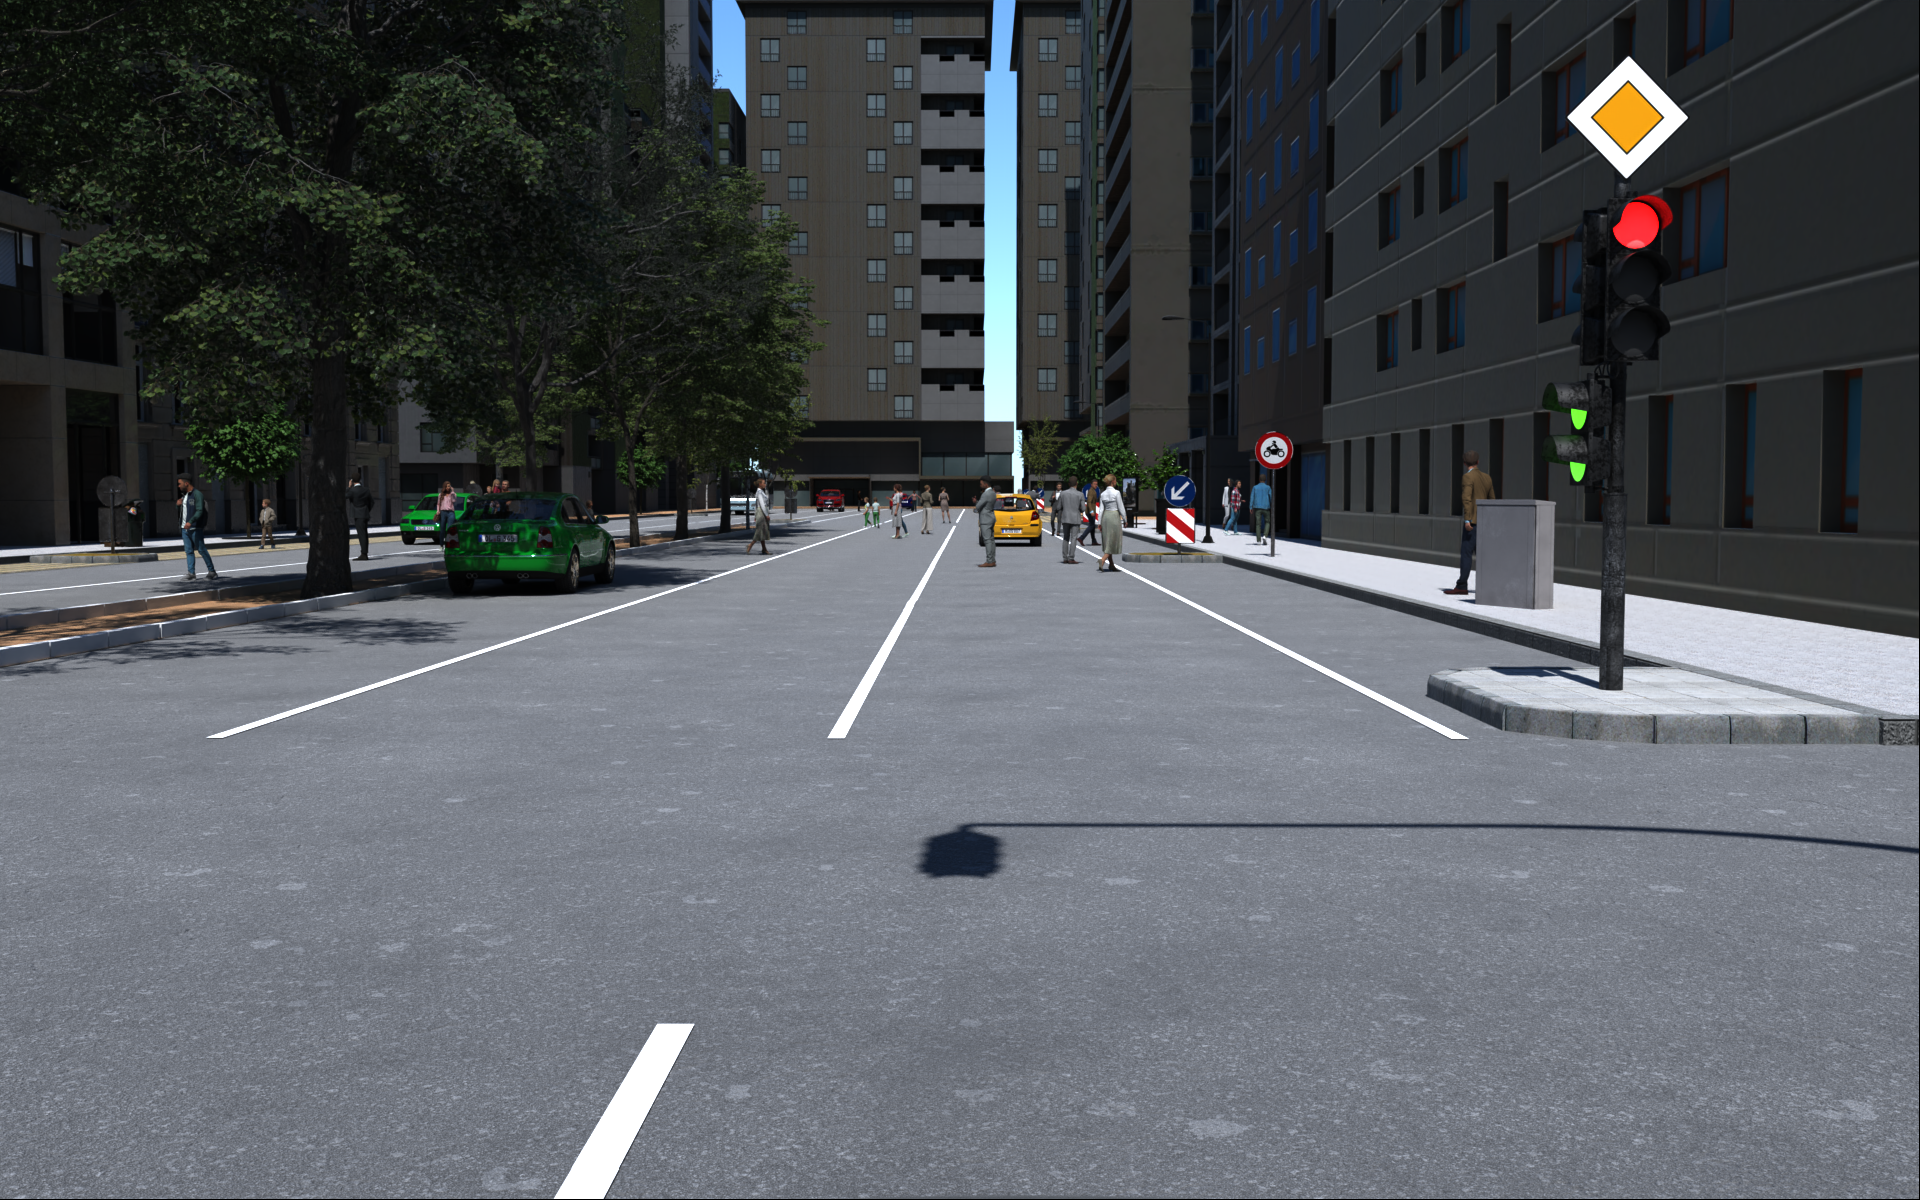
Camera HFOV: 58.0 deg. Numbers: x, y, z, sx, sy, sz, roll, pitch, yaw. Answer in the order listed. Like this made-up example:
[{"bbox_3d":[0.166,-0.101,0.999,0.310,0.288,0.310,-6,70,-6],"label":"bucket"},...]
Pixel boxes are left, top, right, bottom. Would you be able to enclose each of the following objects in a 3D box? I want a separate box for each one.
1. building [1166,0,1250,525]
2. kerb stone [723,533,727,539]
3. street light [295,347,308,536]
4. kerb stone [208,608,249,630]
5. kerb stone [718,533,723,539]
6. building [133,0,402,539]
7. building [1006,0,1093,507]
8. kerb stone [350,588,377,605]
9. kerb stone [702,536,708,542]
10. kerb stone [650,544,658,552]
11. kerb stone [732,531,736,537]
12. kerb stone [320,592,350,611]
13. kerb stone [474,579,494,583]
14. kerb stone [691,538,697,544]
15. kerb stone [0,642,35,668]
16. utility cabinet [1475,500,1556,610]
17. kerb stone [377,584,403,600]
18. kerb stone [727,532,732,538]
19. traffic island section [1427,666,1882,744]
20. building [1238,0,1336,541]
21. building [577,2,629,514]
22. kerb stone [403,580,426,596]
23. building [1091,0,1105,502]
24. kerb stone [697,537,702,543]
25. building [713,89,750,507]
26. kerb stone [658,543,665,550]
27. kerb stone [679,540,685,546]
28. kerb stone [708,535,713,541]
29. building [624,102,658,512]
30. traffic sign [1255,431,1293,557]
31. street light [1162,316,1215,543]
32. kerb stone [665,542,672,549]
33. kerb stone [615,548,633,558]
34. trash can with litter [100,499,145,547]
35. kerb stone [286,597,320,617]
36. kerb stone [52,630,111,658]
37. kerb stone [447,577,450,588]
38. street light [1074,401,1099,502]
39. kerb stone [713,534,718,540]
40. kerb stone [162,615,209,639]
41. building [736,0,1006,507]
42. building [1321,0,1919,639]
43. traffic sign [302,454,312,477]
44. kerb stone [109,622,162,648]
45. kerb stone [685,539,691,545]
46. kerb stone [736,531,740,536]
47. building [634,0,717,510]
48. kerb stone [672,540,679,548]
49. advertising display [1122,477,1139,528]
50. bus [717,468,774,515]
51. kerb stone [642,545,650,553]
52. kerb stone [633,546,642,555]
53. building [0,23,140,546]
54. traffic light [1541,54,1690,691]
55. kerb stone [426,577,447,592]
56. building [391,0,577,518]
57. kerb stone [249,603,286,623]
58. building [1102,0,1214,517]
[{"bbox_3d":[20.482,-38.924,74.651,20.563,71.187,20.611,0,4,0],"label":"building"},{"bbox_3d":[-7.677,-2.041,55.568,0.120,0.150,1.000,0,4,0],"label":"kerb stone"},{"bbox_3d":[-19.817,-4.940,53.315,1.470,5.913,1.316,0,4,0],"label":"street light"},{"bbox_3d":[-7.950,0.217,18.651,0.120,0.150,1.000,0,4,0],"label":"kerb stone"},{"bbox_3d":[-7.689,-1.979,54.545,0.120,0.150,1.000,0,4,0],"label":"kerb stone"},{"bbox_3d":[-28.899,-16.014,59.094,12.463,27.353,25.104,0,4,0],"label":"building"},{"bbox_3d":[19.319,-36.471,185.547,27.495,52.752,28.713,0,4,0],"label":"building"},{"bbox_3d":[-7.929,-0.028,22.747,0.120,0.150,1.000,0,4,0],"label":"kerb stone"},{"bbox_3d":[-7.701,-1.790,51.464,0.120,0.150,1.000,0,4,0],"label":"kerb stone"},{"bbox_3d":[-7.765,-1.284,43.260,0.120,0.150,1.000,0,4,0],"label":"kerb stone"},{"bbox_3d":[-7.667,-2.163,57.614,0.120,0.150,1.000,0,4,0],"label":"kerb stone"},{"bbox_3d":[-7.919,0.031,21.724,0.120,0.150,1.000,0,4,0],"label":"kerb stone"},{"bbox_3d":[-7.876,-0.405,28.916,0.120,0.150,1.000,0,4,0],"label":"kerb stone"},{"bbox_3d":[-7.724,-1.662,49.413,0.120,0.150,1.000,0,4,0],"label":"kerb stone"},{"bbox_3d":[-7.977,0.470,14.554,0.120,0.150,1.000,0,4,0],"label":"kerb stone"},{"bbox_3d":[6.315,-0.523,19.719,0.306,1.237,1.020,-1,4,-22],"label":"utility cabinet"},{"bbox_3d":[-7.909,-0.097,23.774,0.120,0.150,1.000,0,4,0],"label":"kerb stone"},{"bbox_3d":[-7.673,-2.104,56.591,0.120,0.150,1.000,0,4,0],"label":"kerb stone"},{"bbox_3d":[4.295,0.667,11.371,2.009,0.180,2.903,0,4,0],"label":"traffic island section"},{"bbox_3d":[16.238,-24.465,50.114,14.600,45.320,14.200,0,4,0],"label":"building"},{"bbox_3d":[-29.396,-26.056,109.608,14.154,41.232,14.086,0,4,0],"label":"building"},{"bbox_3d":[-7.906,-0.156,24.802,0.120,0.150,1.000,0,4,0],"label":"kerb stone"},{"bbox_3d":[16.440,-27.012,125.240,14.154,41.232,14.086,0,4,0],"label":"building"},{"bbox_3d":[-7.711,-1.727,50.435,0.120,0.150,1.000,0,4,0],"label":"kerb stone"},{"bbox_3d":[-29.480,-30.264,178.408,14.086,41.232,14.154,0,4,0],"label":"building"},{"bbox_3d":[-7.757,-1.351,44.292,0.120,0.150,1.000,0,4,0],"label":"kerb stone"},{"bbox_3d":[-7.733,-1.537,47.364,0.120,0.150,1.000,0,4,0],"label":"kerb stone"},{"bbox_3d":[-7.696,-1.853,52.486,0.120,0.150,1.000,0,4,0],"label":"kerb stone"},{"bbox_3d":[-30.034,-21.548,124.012,14.160,30.474,14.107,0,4,0],"label":"building"},{"bbox_3d":[6.393,-2.154,35.330,0.768,2.556,0.104,0,4,4],"label":"traffic sign"},{"bbox_3d":[5.954,-4.445,45.211,1.470,5.913,1.316,0,4,0],"label":"street light"},{"bbox_3d":[-7.758,-1.414,45.318,0.120,0.150,1.000,0,4,0],"label":"kerb stone"},{"bbox_3d":[-7.797,-1.099,40.185,0.120,0.150,1.000,0,4,0],"label":"kerb stone"},{"bbox_3d":[-20.326,-1.872,41.991,1.055,1.170,0.624,0,4,6],"label":"trash can with litter"},{"bbox_3d":[-7.932,0.095,20.702,0.120,0.150,1.000,0,4,0],"label":"kerb stone"},{"bbox_3d":[-7.972,0.411,15.579,0.120,0.150,1.000,0,4,0],"label":"kerb stone"},{"bbox_3d":[-7.889,-0.285,26.859,0.120,0.150,1.000,0,4,0],"label":"kerb stone"},{"bbox_3d":[6.363,-6.963,86.391,1.470,5.913,1.316,0,4,0],"label":"street light"},{"bbox_3d":[-7.693,-1.916,53.520,0.120,0.150,1.000,0,4,0],"label":"kerb stone"},{"bbox_3d":[-7.951,0.284,17.627,0.120,0.150,1.000,0,4,0],"label":"kerb stone"},{"bbox_3d":[-8.175,-36.479,185.664,27.495,52.752,28.713,0,4,0],"label":"building"},{"bbox_3d":[23.046,-11.138,27.141,28.899,21.520,27.650,0,4,0],"label":"building"},{"bbox_3d":[-20.345,-3.328,54.523,0.768,2.556,0.104,0,4,7],"label":"traffic sign"},{"bbox_3d":[-7.966,0.342,16.601,0.120,0.150,1.000,0,4,0],"label":"kerb stone"},{"bbox_3d":[-7.731,-1.599,48.386,0.120,0.150,1.000,0,4,0],"label":"kerb stone"},{"bbox_3d":[-7.652,-2.230,58.650,0.120,0.150,1.000,0,4,0],"label":"kerb stone"},{"bbox_3d":[-35.937,-37.168,149.703,28.212,58.520,21.231,0,4,0],"label":"building"},{"bbox_3d":[-7.743,-1.476,46.341,0.120,0.150,1.000,0,4,0],"label":"kerb stone"},{"bbox_3d":[6.457,-3.696,65.640,0.123,1.923,0.974,-2,4,-27],"label":"advertising display"},{"bbox_3d":[-14.925,-7.757,121.681,2.948,3.499,13.247,0,4,-1],"label":"bus"},{"bbox_3d":[-7.768,-1.221,42.229,0.120,0.150,1.000,0,4,0],"label":"kerb stone"},{"bbox_3d":[-7.784,-1.161,41.207,0.120,0.150,1.000,0,4,0],"label":"kerb stone"},{"bbox_3d":[-32.086,-13.765,29.572,19.350,26.468,34.151,0,4,0],"label":"building"},{"bbox_3d":[4.255,-1.366,11.258,0.839,4.253,0.868,0,4,0],"label":"traffic light"},{"bbox_3d":[-7.901,-0.219,25.832,0.120,0.150,1.000,0,4,0],"label":"kerb stone"},{"bbox_3d":[-28.881,-19.769,94.925,14.160,30.474,14.107,0,4,0],"label":"building"},{"bbox_3d":[-7.942,0.155,19.679,0.120,0.150,1.000,0,4,0],"label":"kerb stone"},{"bbox_3d":[20.362,-29.570,107.178,21.300,48.544,21.600,0,4,0],"label":"building"}]
